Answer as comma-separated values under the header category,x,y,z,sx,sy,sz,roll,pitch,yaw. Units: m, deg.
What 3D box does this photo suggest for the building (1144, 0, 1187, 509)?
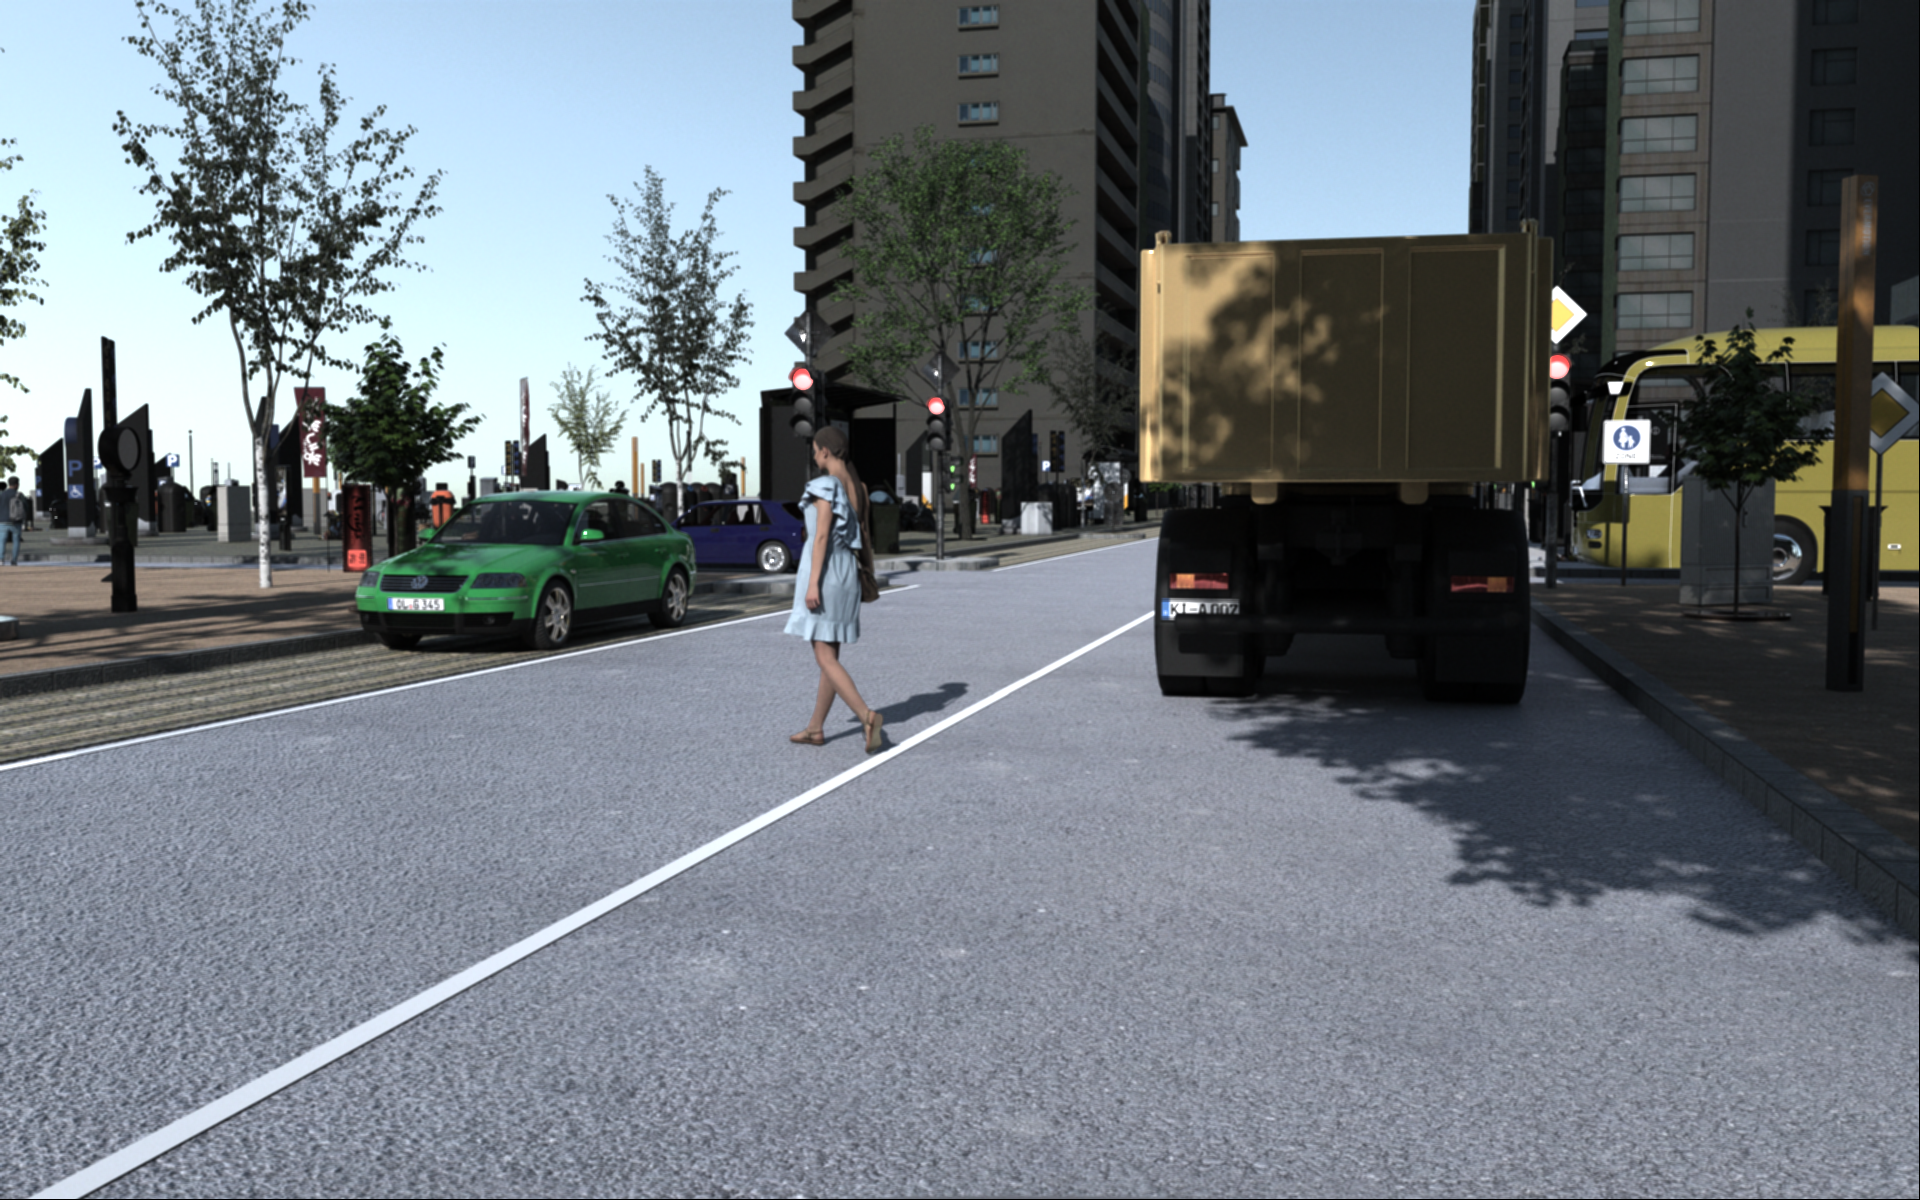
category,x,y,z,sx,sy,sz,roll,pitch,yaw
building,8.890,-37.853,160.893,21.231,58.520,28.212,1,4,14

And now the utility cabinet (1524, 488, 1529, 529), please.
category,x,y,z,sx,sy,sz,roll,pitch,yaw
utility cabinet,20.373,-3.369,63.758,0.318,1.500,1.173,-2,4,-31

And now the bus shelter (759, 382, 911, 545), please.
category,x,y,z,sx,sy,sz,roll,pitch,yaw
bus shelter,-2.744,-2.950,39.520,1.731,3.624,6.357,1,4,13

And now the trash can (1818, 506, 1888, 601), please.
category,x,y,z,sx,sy,sz,roll,pitch,yaw
trash can,10.738,-0.563,20.858,0.748,1.137,0.748,0,3,0

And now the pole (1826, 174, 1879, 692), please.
category,x,y,z,sx,sy,sz,roll,pitch,yaw
pole,5.774,-1.062,11.209,0.158,3.312,0.155,0,3,0

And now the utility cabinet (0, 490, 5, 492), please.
category,x,y,z,sx,sy,sz,roll,pitch,yaw
utility cabinet,-54.508,-5.517,98.886,0.318,1.500,1.173,1,4,9

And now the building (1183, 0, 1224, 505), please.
category,x,y,z,sx,sy,sz,roll,pitch,yaw
building,21.690,-47.216,210.230,20.563,71.187,20.611,1,4,14

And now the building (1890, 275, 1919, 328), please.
category,x,y,z,sx,sy,sz,roll,pitch,yaw
building,40.065,-44.378,38.248,31.000,86.520,22.319,1,4,14

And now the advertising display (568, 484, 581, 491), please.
category,x,y,z,sx,sy,sz,roll,pitch,yaw
advertising display,-24.741,-6.502,111.525,0.974,1.923,0.123,0,4,-2

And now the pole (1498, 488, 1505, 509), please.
category,x,y,z,sx,sy,sz,roll,pitch,yaw
pole,13.988,-3.110,44.690,0.158,3.312,0.155,0,3,0

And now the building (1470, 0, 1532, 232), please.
category,x,y,z,sx,sy,sz,roll,pitch,yaw
building,80.423,-49.258,243.612,20.563,71.187,20.611,1,4,14

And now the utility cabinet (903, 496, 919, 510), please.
category,x,y,z,sx,sy,sz,roll,pitch,yaw
utility cabinet,-1.751,-3.090,61.679,0.306,1.237,1.020,-1,4,-19

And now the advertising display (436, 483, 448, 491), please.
category,x,y,z,sx,sy,sz,roll,pitch,yaw
advertising display,-30.131,-5.843,100.752,0.123,1.923,0.974,1,4,19

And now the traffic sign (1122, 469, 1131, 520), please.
category,x,y,z,sx,sy,sz,roll,pitch,yaw
traffic sign,8.146,-5.278,86.393,0.768,2.556,0.104,1,4,19

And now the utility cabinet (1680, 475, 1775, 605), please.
category,x,y,z,sx,sy,sz,roll,pitch,yaw
utility cabinet,8.867,-0.691,19.979,1.173,1.500,0.318,-2,4,-26

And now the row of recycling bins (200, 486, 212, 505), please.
category,x,y,z,sx,sy,sz,roll,pitch,yaw
row of recycling bins,-37.193,-4.854,86.482,1.069,1.692,3.534,-1,4,-14

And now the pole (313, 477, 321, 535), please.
category,x,y,z,sx,sy,sz,roll,pitch,yaw
pole,-20.283,-3.714,54.567,0.158,3.312,0.155,0,3,0

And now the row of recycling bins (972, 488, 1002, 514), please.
category,x,y,z,sx,sy,sz,roll,pitch,yaw
row of recycling bins,2.126,-6.273,109.668,3.534,1.692,1.069,2,4,30

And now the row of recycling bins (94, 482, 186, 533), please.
category,x,y,z,sx,sy,sz,roll,pitch,yaw
row of recycling bins,-27.460,-3.061,57.158,3.534,1.692,1.069,-3,4,-36

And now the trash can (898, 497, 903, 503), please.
category,x,y,z,sx,sy,sz,roll,pitch,yaw
trash can,-2.709,-4.155,79.586,0.748,1.137,0.748,0,3,0

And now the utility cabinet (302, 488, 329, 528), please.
category,x,y,z,sx,sy,sz,roll,pitch,yaw
utility cabinet,-24.394,-3.455,65.167,0.318,1.500,1.173,3,5,40

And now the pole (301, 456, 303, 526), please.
category,x,y,z,sx,sy,sz,roll,pitch,yaw
pole,-22.747,-4.021,59.590,0.158,3.312,0.155,0,3,0

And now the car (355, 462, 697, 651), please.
category,x,y,z,sx,sy,sz,roll,pitch,yaw
car,-4.180,-0.520,17.305,1.959,1.807,4.718,1,4,14

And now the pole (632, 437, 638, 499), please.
category,x,y,z,sx,sy,sz,roll,pitch,yaw
pole,-11.633,-4.171,62.034,0.158,3.312,0.155,0,3,0

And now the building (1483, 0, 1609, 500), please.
category,x,y,z,sx,sy,sz,roll,pitch,yaw
building,72.719,-40.544,204.888,21.231,58.520,28.212,1,4,14

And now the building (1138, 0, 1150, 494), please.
category,x,y,z,sx,sy,sz,roll,pitch,yaw
building,7.256,-27.878,139.407,14.154,41.232,14.086,1,4,14

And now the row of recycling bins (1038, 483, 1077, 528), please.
category,x,y,z,sx,sy,sz,roll,pitch,yaw
row of recycling bins,3.760,-3.641,66.648,1.069,1.692,3.534,1,4,19

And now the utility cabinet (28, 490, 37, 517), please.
category,x,y,z,sx,sy,sz,roll,pitch,yaw
utility cabinet,-50.314,-5.270,94.850,1.173,1.500,0.318,-3,5,-45

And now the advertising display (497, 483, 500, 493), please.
category,x,y,z,sx,sy,sz,roll,pitch,yaw
advertising display,-27.282,-5.918,101.977,0.123,1.923,0.974,0,4,5

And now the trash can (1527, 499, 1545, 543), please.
category,x,y,z,sx,sy,sz,roll,pitch,yaw
trash can,15.229,-2.064,45.399,0.748,1.137,0.748,0,3,0

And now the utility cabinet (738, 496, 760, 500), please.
category,x,y,z,sx,sy,sz,roll,pitch,yaw
utility cabinet,-5.932,-2.337,49.368,0.306,1.237,1.020,-3,5,-44

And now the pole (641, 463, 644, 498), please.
category,x,y,z,sx,sy,sz,roll,pitch,yaw
pole,-21.091,-7.412,115.036,0.158,3.312,0.155,0,3,0

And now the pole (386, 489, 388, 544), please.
category,x,y,z,sx,sy,sz,roll,pitch,yaw
pole,-14.758,-3.118,44.825,0.158,3.312,0.155,0,3,0

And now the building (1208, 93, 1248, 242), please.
category,x,y,z,sx,sy,sz,roll,pitch,yaw
building,23.487,-39.500,235.055,28.713,52.752,27.495,1,4,14

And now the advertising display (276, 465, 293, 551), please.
category,x,y,z,sx,sy,sz,roll,pitch,yaw
advertising display,-15.337,-2.086,39.313,0.123,1.923,0.974,-2,4,-34

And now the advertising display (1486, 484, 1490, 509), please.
category,x,y,z,sx,sy,sz,roll,pitch,yaw
advertising display,14.719,-2.628,48.182,0.123,1.923,0.974,1,4,12

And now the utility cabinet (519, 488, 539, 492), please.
category,x,y,z,sx,sy,sz,roll,pitch,yaw
utility cabinet,-16.707,-3.520,66.239,1.173,1.500,0.318,0,4,-3

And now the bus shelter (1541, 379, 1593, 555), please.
category,x,y,z,sx,sy,sz,roll,pitch,yaw
bus shelter,13.540,-2.848,37.850,1.731,3.624,6.357,1,4,14

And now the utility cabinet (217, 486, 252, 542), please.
category,x,y,z,sx,sy,sz,roll,pitch,yaw
utility cabinet,-19.390,-2.298,46.251,0.318,1.500,1.173,0,4,6

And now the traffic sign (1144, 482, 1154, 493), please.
category,x,y,z,sx,sy,sz,roll,pitch,yaw
traffic sign,8.840,-5.057,82.688,0.884,2.594,0.081,1,4,22

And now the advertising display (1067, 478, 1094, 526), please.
category,x,y,z,sx,sy,sz,roll,pitch,yaw
advertising display,4.947,-3.982,70.324,0.974,1.923,0.123,1,4,13

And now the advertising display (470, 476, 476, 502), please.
category,x,y,z,sx,sy,sz,roll,pitch,yaw
advertising display,-17.064,-3.394,60.698,0.123,1.923,0.974,-1,4,-12

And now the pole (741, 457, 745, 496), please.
category,x,y,z,sx,sy,sz,roll,pitch,yaw
pole,-12.038,-6.260,96.187,0.158,3.312,0.155,0,3,0

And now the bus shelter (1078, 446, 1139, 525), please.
category,x,y,z,sx,sy,sz,roll,pitch,yaw
bus shelter,6.595,-4.963,75.068,2.014,3.302,5.546,1,4,14

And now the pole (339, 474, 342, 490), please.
category,x,y,z,sx,sy,sz,roll,pitch,yaw
pole,-43.526,-7.822,121.737,0.158,3.312,0.155,0,3,0

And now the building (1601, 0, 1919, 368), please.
category,x,y,z,sx,sy,sz,roll,pitch,yaw
building,37.123,-24.245,79.997,14.154,41.232,14.086,1,4,14

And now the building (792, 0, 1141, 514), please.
category,x,y,z,sx,sy,sz,roll,pitch,yaw
building,0.581,-30.430,121.226,21.300,48.544,21.600,1,4,14

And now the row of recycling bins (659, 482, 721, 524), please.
category,x,y,z,sx,sy,sz,roll,pitch,yaw
row of recycling bins,-9.574,-3.321,61.411,1.069,1.692,3.534,2,4,24

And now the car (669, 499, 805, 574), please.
category,x,y,z,sx,sy,sz,roll,pitch,yaw
car,-4.378,-1.179,31.863,3.894,1.354,1.945,1,4,14

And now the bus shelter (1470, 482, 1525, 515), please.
category,x,y,z,sx,sy,sz,roll,pitch,yaw
bus shelter,18.677,-4.062,60.332,2.014,3.302,5.546,1,4,13

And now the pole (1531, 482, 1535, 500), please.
category,x,y,z,sx,sy,sz,roll,pitch,yaw
pole,23.749,-4.764,71.730,0.158,3.312,0.155,0,3,0

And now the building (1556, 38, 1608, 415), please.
category,x,y,z,sx,sy,sz,roll,pitch,yaw
building,45.913,-20.844,112.498,14.160,30.474,14.107,1,4,14

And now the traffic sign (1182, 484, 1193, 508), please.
category,x,y,z,sx,sy,sz,roll,pitch,yaw
traffic sign,12.147,-5.532,92.580,0.606,2.300,0.079,1,4,20

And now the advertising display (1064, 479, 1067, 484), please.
category,x,y,z,sx,sy,sz,roll,pitch,yaw
advertising display,4.654,-4.323,75.900,0.123,1.923,0.974,0,4,-3

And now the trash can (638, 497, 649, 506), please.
category,x,y,z,sx,sy,sz,roll,pitch,yaw
trash can,-13.169,-3.699,72.140,0.748,1.137,0.748,0,3,0

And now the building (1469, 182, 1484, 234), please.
category,x,y,z,sx,sy,sz,roll,pitch,yaw
building,73.711,-33.256,227.337,14.154,41.232,14.086,1,4,14
